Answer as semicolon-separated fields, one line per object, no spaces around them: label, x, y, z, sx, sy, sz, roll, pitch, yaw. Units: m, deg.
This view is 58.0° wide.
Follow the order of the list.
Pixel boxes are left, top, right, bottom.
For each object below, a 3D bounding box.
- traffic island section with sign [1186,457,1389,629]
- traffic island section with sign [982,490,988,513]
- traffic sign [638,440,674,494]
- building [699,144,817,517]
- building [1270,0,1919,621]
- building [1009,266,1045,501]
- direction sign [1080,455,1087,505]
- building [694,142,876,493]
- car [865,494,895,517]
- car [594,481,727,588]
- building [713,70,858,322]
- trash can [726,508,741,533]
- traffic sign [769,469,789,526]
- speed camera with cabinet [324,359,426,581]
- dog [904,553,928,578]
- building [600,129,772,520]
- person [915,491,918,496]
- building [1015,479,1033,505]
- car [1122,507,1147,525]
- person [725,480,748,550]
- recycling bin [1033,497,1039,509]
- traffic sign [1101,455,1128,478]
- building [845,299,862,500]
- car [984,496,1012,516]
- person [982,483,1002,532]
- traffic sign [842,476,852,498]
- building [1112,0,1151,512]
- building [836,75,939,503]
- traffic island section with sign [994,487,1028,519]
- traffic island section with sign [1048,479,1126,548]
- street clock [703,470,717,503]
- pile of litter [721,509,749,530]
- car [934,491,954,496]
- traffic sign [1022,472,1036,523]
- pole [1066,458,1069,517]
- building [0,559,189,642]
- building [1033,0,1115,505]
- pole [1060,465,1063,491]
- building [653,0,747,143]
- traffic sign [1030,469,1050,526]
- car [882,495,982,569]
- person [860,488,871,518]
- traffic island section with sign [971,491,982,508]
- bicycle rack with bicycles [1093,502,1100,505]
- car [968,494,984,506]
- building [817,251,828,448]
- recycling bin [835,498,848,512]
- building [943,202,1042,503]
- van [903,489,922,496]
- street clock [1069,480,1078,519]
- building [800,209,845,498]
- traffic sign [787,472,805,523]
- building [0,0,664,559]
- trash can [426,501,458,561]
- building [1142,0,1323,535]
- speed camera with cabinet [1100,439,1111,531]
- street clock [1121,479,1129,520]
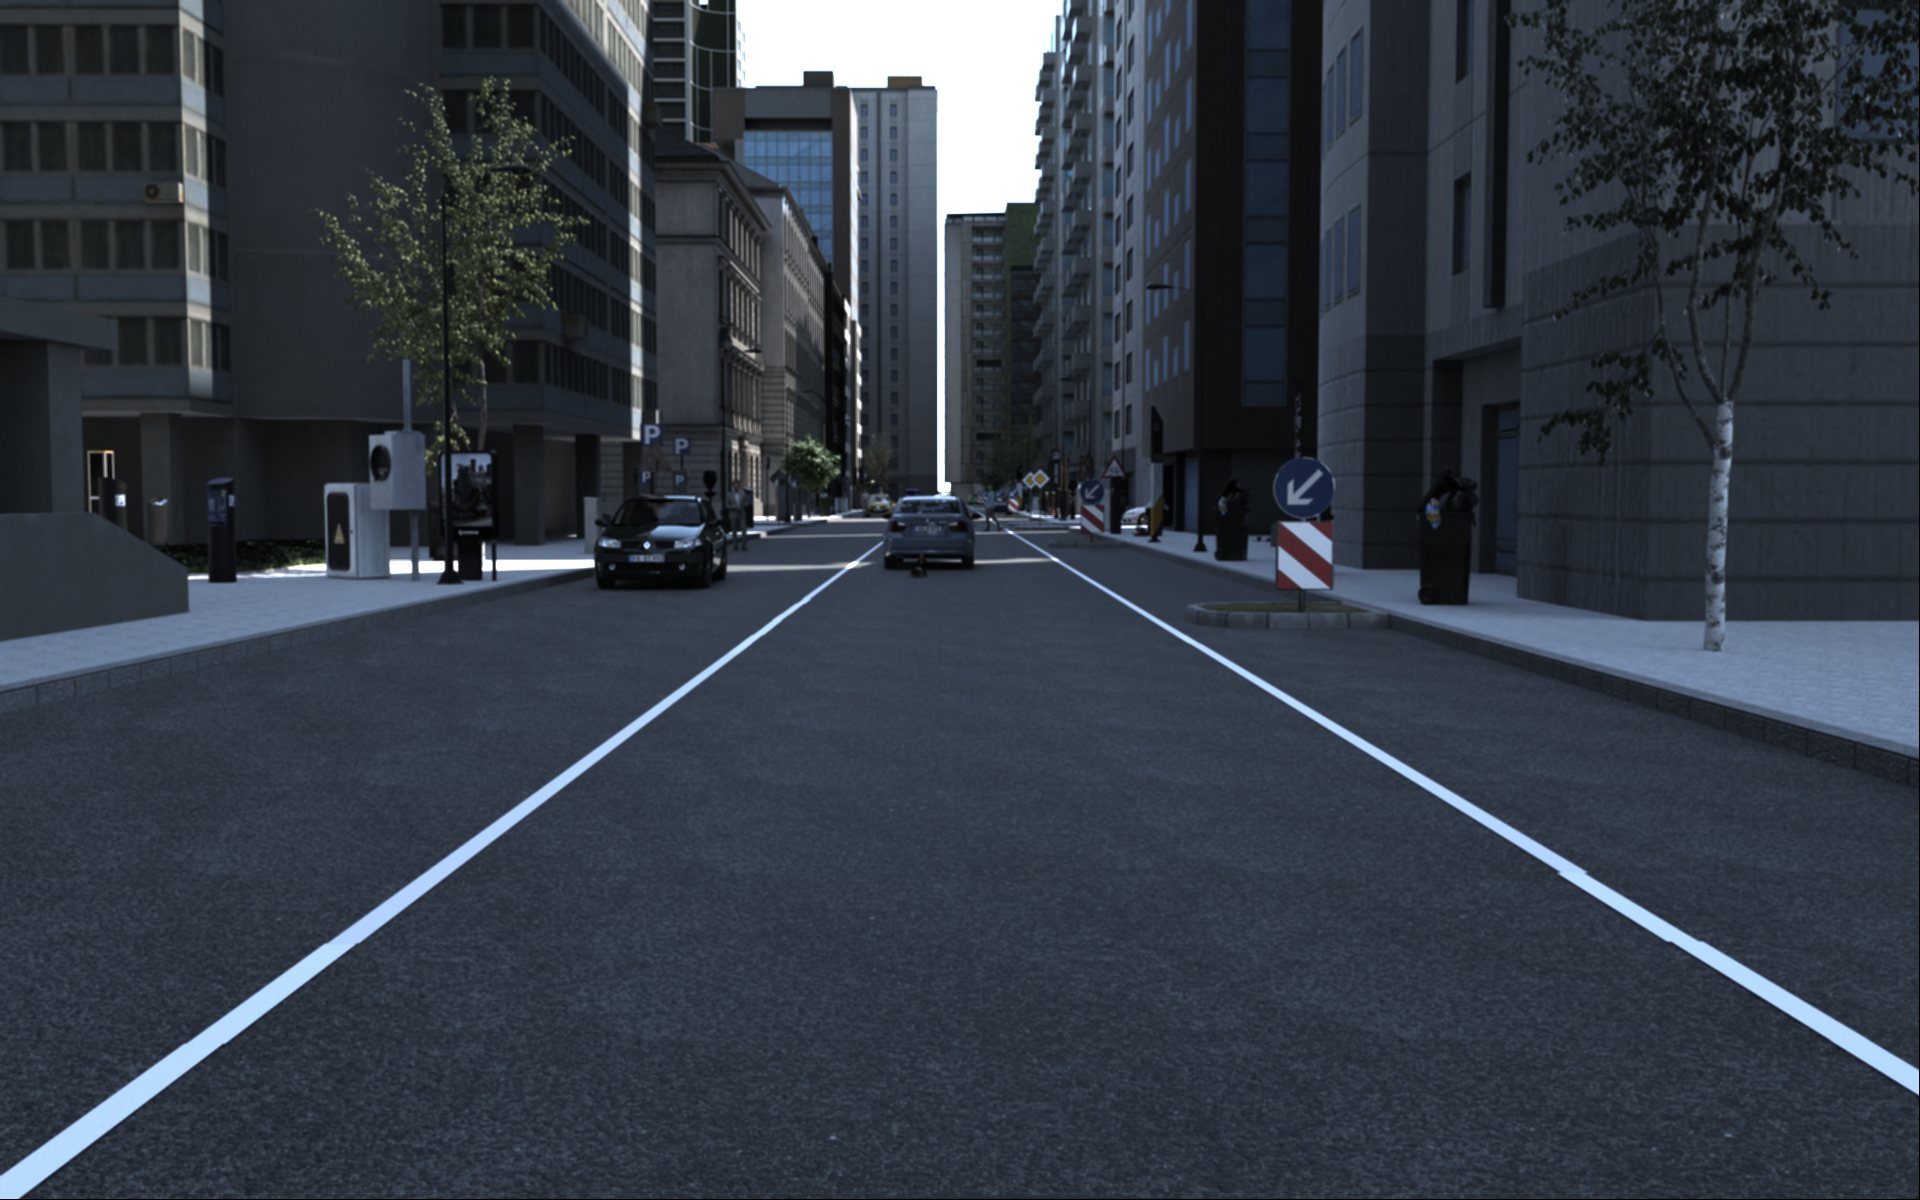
traffic island section with sign;3.590;-0.659;19.402;1.989;1.847;2.006;0;4;0
traffic island section with sign;2.807;-7.371;129.137;1.989;1.847;2.006;0;4;0
traffic sign;-7.352;-2.559;41.836;0.884;2.594;0.081;0;4;5
building;-14.607;-15.762;106.853;9.793;20.994;18.267;0;4;0
building;17.318;-29.831;29.740;21.231;58.520;28.212;0;4;0
building;13.182;-27.387;219.471;14.160;30.474;14.107;0;4;0
direction sign;7.272;-6.680;101.219;0.379;3.537;0.876;-2;4;-32
building;-25.328;-34.259;214.763;28.867;44.769;22.147;0;4;0
car;-5.094;-6.064;109.377;2.015;1.641;3.980;0;4;0
car;-4.725;-1.093;27.653;2.009;1.686;4.222;0;4;-2
building;-18.317;-32.874;187.602;14.600;45.320;14.200;0;4;0
trash can;-7.565;-2.830;57.927;0.748;1.137;0.748;0;3;0
traffic sign;-7.239;-4.012;69.231;0.795;2.450;0.064;0;4;0
speed camera with cabinet;-8.765;-1.929;25.875;2.038;3.252;0.660;3;5;43
dog;-0.788;-0.602;30.043;0.748;0.427;0.550;-2;4;-34
building;-15.757;-13.667;88.086;10.561;19.102;19.286;0;4;0
person;-3.487;-7.819;137.338;0.522;1.701;0.512;0;4;3
building;22.715;-31.091;200.226;32.217;40.220;23.993;0;4;0
car;9.394;-3.805;74.575;4.827;1.381;2.083;0;4;0
person;-5.660;-2.166;44.119;0.606;1.804;0.583;-1;4;-21
recycling bin;6.857;-8.494;151.428;0.722;1.027;0.722;-2;4;-34
traffic sign;5.116;-3.515;57.478;0.884;2.594;0.081;0;4;0
building;-24.044;-19.678;166.778;27.650;21.520;28.899;0;4;0
car;2.621;-6.394;117.126;1.945;1.354;3.894;0;4;-2
person;1.215;-3.498;65.549;0.748;1.841;0.638;1;4;9
traffic sign;-8.070;-7.550;123.554;0.768;2.556;0.104;0;4;4
building;19.084;-39.770;88.490;20.611;71.187;20.563;0;4;0
building;-17.137;-43.126;247.105;28.212;58.520;21.231;0;4;0
traffic island section with sign;3.001;-5.722;102.182;1.989;1.847;2.006;0;4;0
traffic island section with sign;3.391;-2.329;46.711;1.989;1.847;2.006;0;4;0
street clock;-7.680;-2.977;53.246;0.358;2.002;0.471;-3;4;-37
pile of litter;-8.191;-2.973;62.571;1.176;0.858;1.719;1;4;8
car;-1.804;-11.635;198.912;2.281;1.827;5.304;0;4;-2
traffic sign;3.147;-4.503;77.270;0.795;2.450;0.064;0;4;0
pole;6.103;-6.388;98.290;0.158;3.312;0.155;0;3;0
building;-24.427;-19.489;10.532;32.217;40.220;23.993;0;4;0
building;18.845;-33.832;172.755;23.786;49.044;30.456;0;4;0
pole;7.087;-7.767;120.828;0.158;3.312;0.155;0;3;0
building;-41.544;-49.413;246.147;20.611;71.187;20.563;0;4;0
traffic sign;3.205;-4.015;69.286;0.795;2.450;0.064;0;4;0
car;-0.579;-1.381;34.579;2.014;1.417;4.499;0;4;1
person;-5.602;-5.749;102.778;0.678;1.792;0.850;0;4;3
traffic island section with sign;2.446;-10.456;179.581;1.989;1.847;2.006;0;4;0
bicycle rack with bicycles;9.477;-6.034;112.038;2.852;0.926;2.925;1;4;23
car;1.972;-12.660;215.787;1.959;1.807;4.718;0;4;-2
building;-15.012;-16.880;125.147;9.793;20.994;18.267;0;4;0
recycling bin;-8.339;-6.736;122.681;0.722;1.027;0.722;0;4;7
building;4.591;-34.289;244.227;14.086;41.232;14.154;0;4;0
van;-5.732;-12.627;210.841;2.240;2.365;5.245;0;4;-1
street clock;5.698;-5.080;87.634;0.471;2.002;0.358;3;4;38
building;-16.106;-19.156;142.882;12.332;23.373;15.834;0;4;0
traffic sign;-7.297;-4.500;77.216;0.795;2.450;0.064;0;4;0
building;-21.717;-21.964;50.991;23.993;40.220;32.217;0;4;0
trash can;-9.903;-1.325;33.312;0.748;1.137;0.748;0;3;0
building;14.042;-25.025;59.272;14.600;45.320;14.200;0;4;0
speed camera with cabinet;5.275;-4.099;61.356;0.660;3.252;2.038;0;4;6
street clock;8.016;-4.916;84.941;0.471;2.002;0.358;1;4;19
